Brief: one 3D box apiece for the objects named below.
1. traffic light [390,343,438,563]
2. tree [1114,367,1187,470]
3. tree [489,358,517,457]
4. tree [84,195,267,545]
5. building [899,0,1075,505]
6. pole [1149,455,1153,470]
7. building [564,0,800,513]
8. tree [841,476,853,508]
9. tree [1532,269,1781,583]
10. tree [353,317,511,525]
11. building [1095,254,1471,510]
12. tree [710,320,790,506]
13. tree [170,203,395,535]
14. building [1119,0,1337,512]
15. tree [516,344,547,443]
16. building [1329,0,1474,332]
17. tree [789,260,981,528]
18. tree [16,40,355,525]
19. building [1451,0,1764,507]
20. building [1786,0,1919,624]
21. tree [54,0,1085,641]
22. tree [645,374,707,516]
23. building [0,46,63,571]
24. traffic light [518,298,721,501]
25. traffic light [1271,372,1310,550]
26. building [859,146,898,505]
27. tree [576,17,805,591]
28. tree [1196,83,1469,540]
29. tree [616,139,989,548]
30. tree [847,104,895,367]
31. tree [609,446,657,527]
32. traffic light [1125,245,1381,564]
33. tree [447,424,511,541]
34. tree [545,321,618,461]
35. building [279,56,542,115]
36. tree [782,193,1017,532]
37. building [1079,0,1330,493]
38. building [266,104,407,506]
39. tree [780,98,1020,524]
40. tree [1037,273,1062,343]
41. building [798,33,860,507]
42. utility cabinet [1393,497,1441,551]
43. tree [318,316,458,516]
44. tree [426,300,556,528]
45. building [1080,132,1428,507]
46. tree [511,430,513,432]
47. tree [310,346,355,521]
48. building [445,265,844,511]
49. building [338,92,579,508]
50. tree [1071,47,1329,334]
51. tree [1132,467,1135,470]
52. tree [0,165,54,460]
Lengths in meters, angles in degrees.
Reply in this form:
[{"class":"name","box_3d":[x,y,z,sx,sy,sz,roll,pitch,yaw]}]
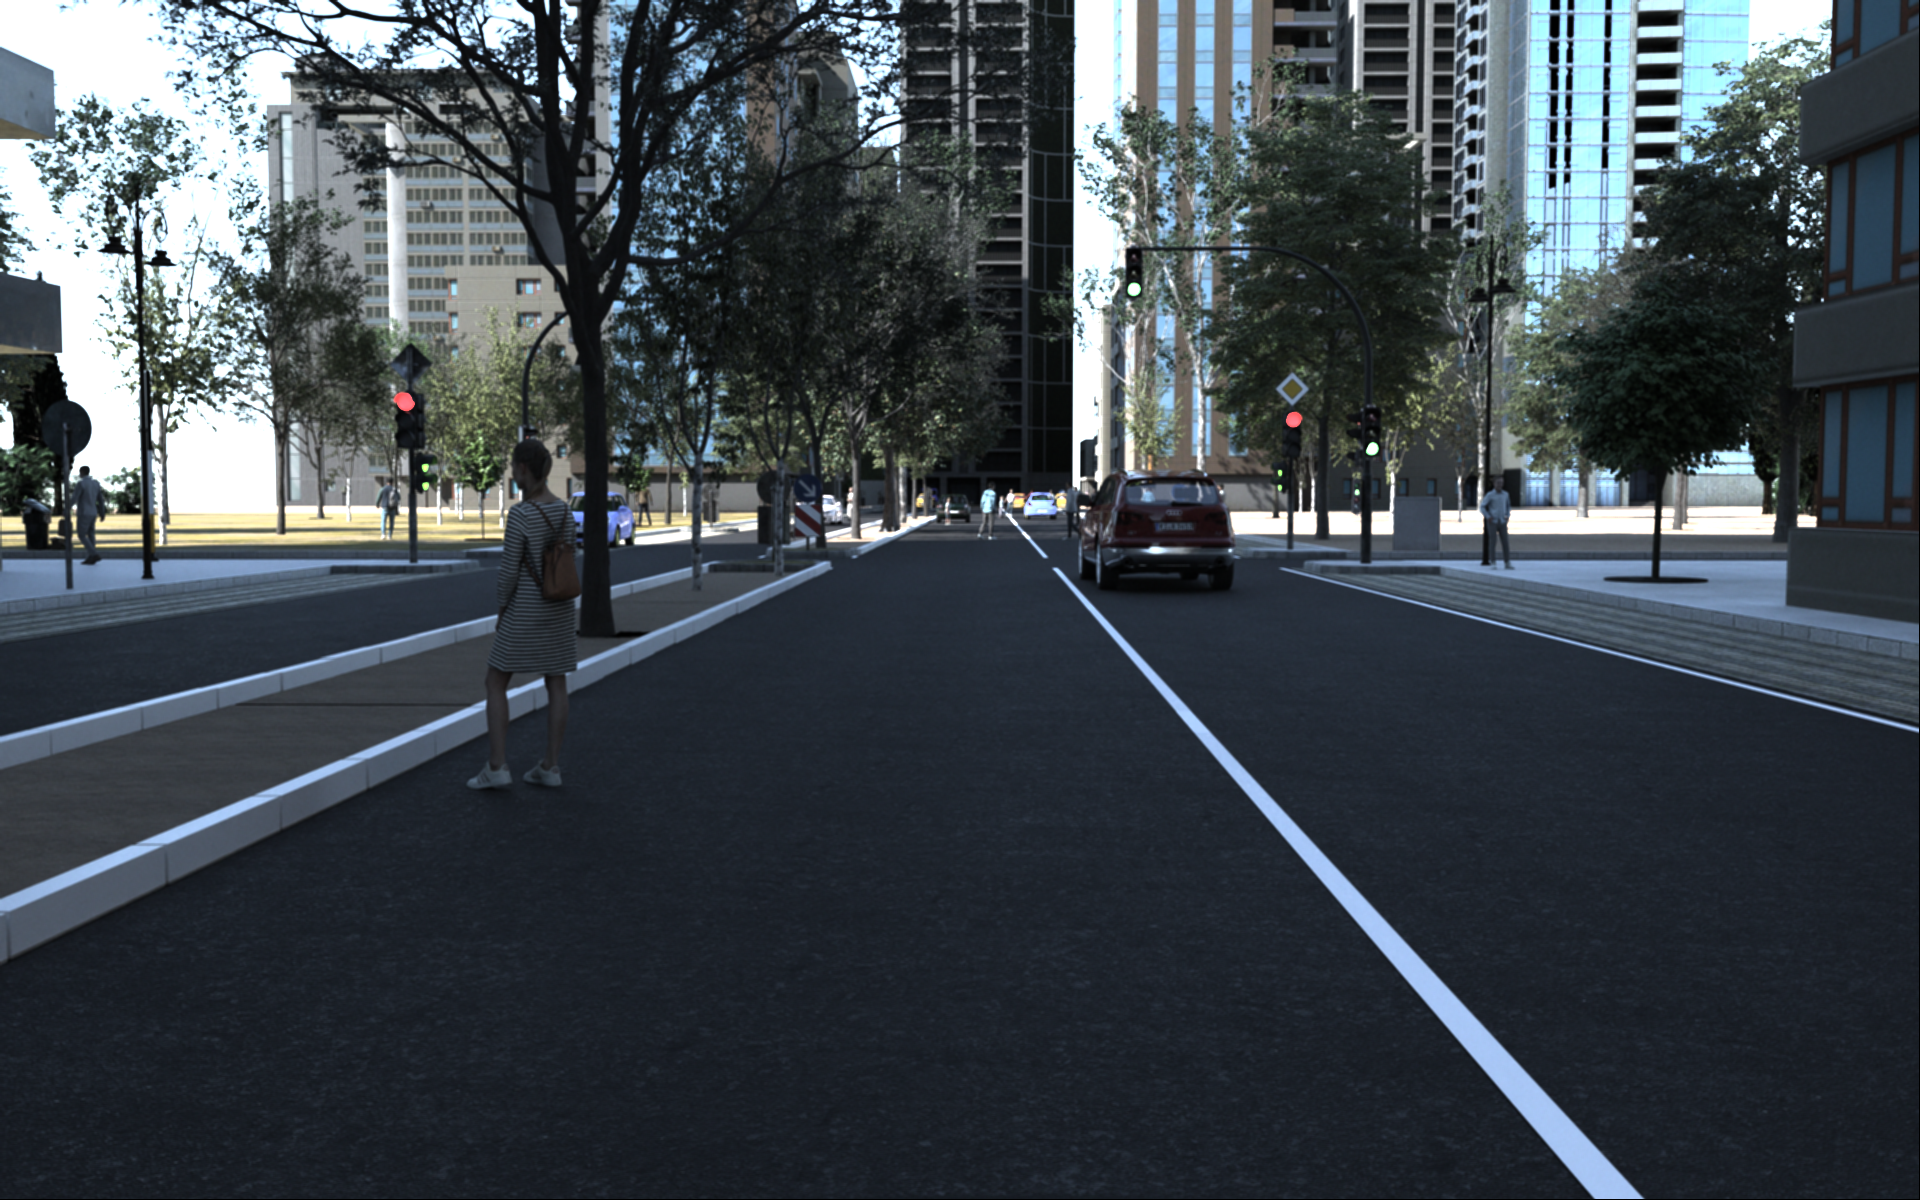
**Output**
[{"class":"traffic light","box_3d":[-10.181,-2.648,32.210,0.839,4.253,0.868,0,4,1]},{"class":"tree","box_3d":[11.105,-9.246,101.538,4.737,8.622,4.395,0,3,0]},{"class":"tree","box_3d":[-24.062,-10.123,99.931,7.601,10.594,8.767,-1,4,-11]},{"class":"tree","box_3d":[-20.030,-5.710,43.724,4.737,8.622,4.395,0,3,0]},{"class":"building","box_3d":[3.445,-47.095,208.255,20.611,71.187,20.563,0,4,1]},{"class":"pole","box_3d":[9.907,-5.888,90.117,0.158,3.312,0.155,0,3,0]},{"class":"building","box_3d":[-19.097,-28.901,122.634,14.600,45.320,14.200,0,4,1]},{"class":"tree","box_3d":[-10.433,-10.389,164.465,1.663,3.219,1.824,0,3,0]},{"class":"tree","box_3d":[10.204,-2.556,25.503,4.285,4.588,4.351,0,3,0]},{"class":"tree","box_3d":[-21.701,-7.398,71.326,4.360,8.622,3.978,0,3,0]},{"class":"building","box_3d":[26.610,-18.740,151.438,27.650,21.520,28.899,0,4,1]},{"class":"tree","box_3d":[-11.797,-11.571,107.314,7.486,12.596,7.792,0,3,0]},{"class":"tree","box_3d":[-21.290,-7.363,54.799,8.767,10.594,7.601,3,4,36]},{"class":"building","box_3d":[19.389,-29.281,128.857,14.600,45.320,14.200,0,4,1]},{"class":"tree","box_3d":[-17.479,-9.507,89.845,8.767,10.594,7.601,0,4,0]},{"class":"building","box_3d":[56.150,-47.102,208.376,20.611,71.187,20.563,0,4,1]},{"class":"tree","box_3d":[-2.828,-9.363,73.668,7.486,12.596,7.792,0,3,0]},{"class":"tree","box_3d":[-32.201,-13.196,71.639,12.611,20.169,13.585,0,3,0]},{"class":"building","box_3d":[65.391,-52.849,176.760,31.000,86.520,22.319,0,4,1]},{"class":"building","box_3d":[23.101,-9.762,4.657,27.650,21.520,28.899,0,4,1]},{"class":"tree","box_3d":[-3.613,-6.361,16.823,12.009,13.543,11.850,0,3,0]},{"class":"tree","box_3d":[-16.104,-9.146,99.904,4.737,8.622,4.395,0,3,0]},{"class":"building","box_3d":[-28.846,-24.369,18.042,30.456,49.044,23.786,0,4,1]},{"class":"traffic light","box_3d":[-7.954,-4.008,40.194,4.771,5.953,1.251,0,4,1]},{"class":"traffic light","box_3d":[7.612,-3.119,39.914,0.839,4.253,0.868,0,4,1]},{"class":"building","box_3d":[-14.609,-31.992,206.667,14.086,41.232,14.154,0,4,1]},{"class":"tree","box_3d":[-3.898,-4.451,25.586,4.360,8.622,3.978,0,3,0]},{"class":"tree","box_3d":[10.566,-7.961,48.286,7.486,12.596,7.792,0,3,0]},{"class":"tree","box_3d":[-3.503,-6.559,44.115,8.767,10.594,7.601,0,4,1]},{"class":"tree","box_3d":[-3.151,-4.722,30.025,4.360,8.622,3.978,0,3,0]},{"class":"tree","box_3d":[-12.570,-4.461,67.531,1.663,3.219,1.824,0,3,0]},{"class":"traffic light","box_3d":[5.385,-3.496,31.824,4.771,5.953,1.251,0,4,1]},{"class":"tree","box_3d":[-13.300,-3.249,47.718,1.663,3.219,1.824,0,3,0]},{"class":"tree","box_3d":[-12.415,-8.477,73.004,8.767,10.594,7.601,0,4,-7]},{"class":"building","box_3d":[-64.336,-38.253,214.672,27.495,52.752,28.713,0,4,1]},{"class":"tree","box_3d":[-2.638,-8.890,64.823,9.611,12.733,9.660,0,3,0]},{"class":"building","box_3d":[30.194,-54.832,209.181,31.000,86.520,22.319,0,4,1]},{"class":"building","box_3d":[-63.932,-30.655,184.800,14.086,41.232,14.154,0,4,1]},{"class":"tree","box_3d":[-3.955,-13.776,83.585,12.611,20.169,13.585,0,3,0]},{"class":"tree","box_3d":[10.912,-15.619,111.265,12.611,20.169,13.585,0,3,0]},{"class":"building","box_3d":[-21.704,-34.005,179.683,21.600,48.544,21.300,0,4,1]},{"class":"utility cabinet","box_3d":[10.324,-1.710,39.118,1.020,1.237,0.306,1,4,21]},{"class":"tree","box_3d":[-33.631,-10.803,102.388,9.928,11.665,9.643,0,3,0]},{"class":"tree","box_3d":[-17.540,-7.036,65.399,4.737,8.622,4.395,0,3,0]},{"class":"building","box_3d":[28.828,-29.702,177.508,32.217,40.220,23.993,0,4,1]},{"class":"tree","box_3d":[-25.543,-8.676,92.217,4.360,8.622,3.978,0,3,0]},{"class":"tree","box_3d":[-28.756,-8.024,81.553,4.360,8.622,3.978,0,3,0]},{"class":"building","box_3d":[-24.821,-18.367,145.339,27.650,21.520,28.899,0,4,1]},{"class":"building","box_3d":[-44.608,-29.469,173.697,23.993,40.220,32.217,0,4,1]},{"class":"tree","box_3d":[11.618,-13.292,73.212,12.611,20.169,13.585,0,3,0]},{"class":"tree","box_3d":[12.240,-7.777,121.757,1.663,3.219,1.824,0,3,0]},{"class":"tree","box_3d":[-34.245,-9.097,55.383,9.857,13.997,8.962,0,3,0]}]
